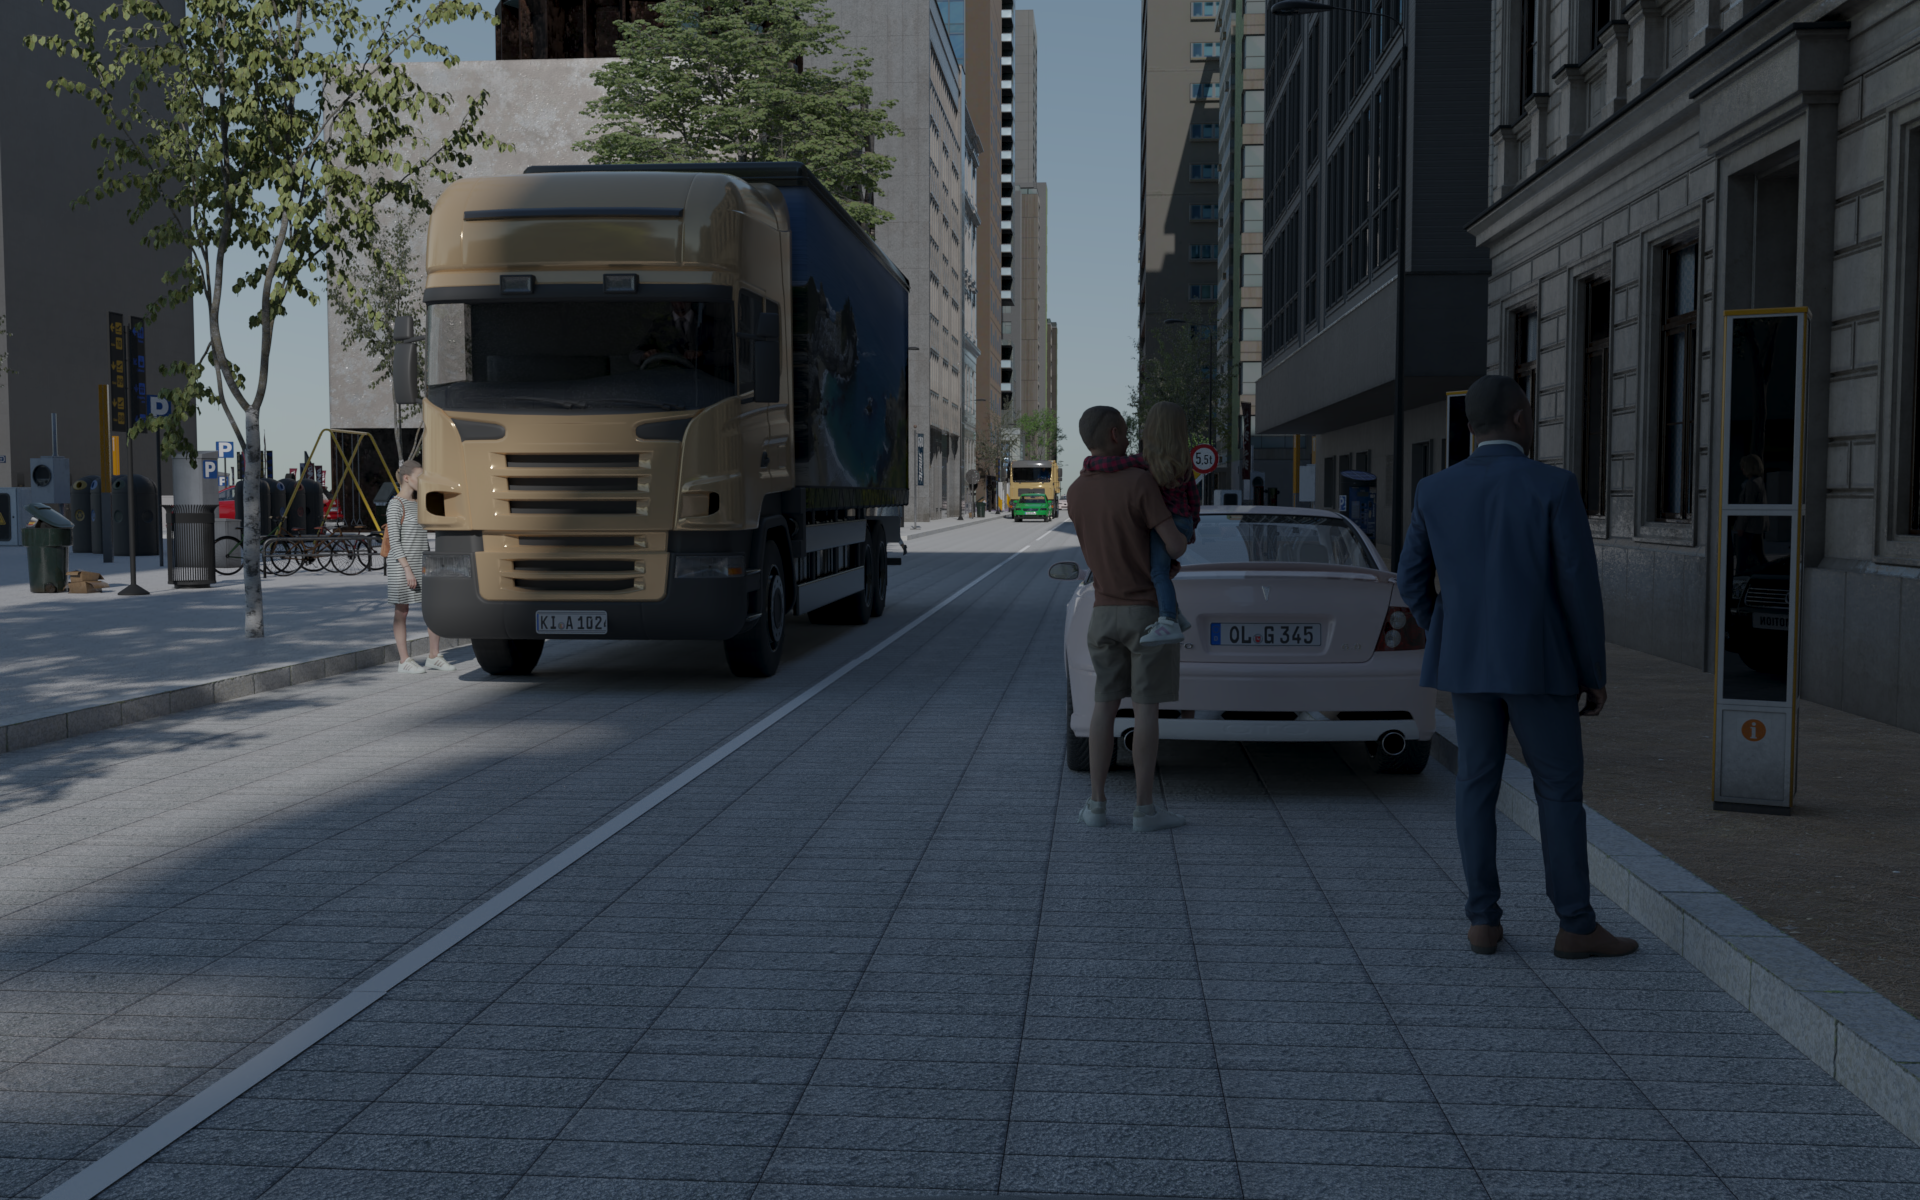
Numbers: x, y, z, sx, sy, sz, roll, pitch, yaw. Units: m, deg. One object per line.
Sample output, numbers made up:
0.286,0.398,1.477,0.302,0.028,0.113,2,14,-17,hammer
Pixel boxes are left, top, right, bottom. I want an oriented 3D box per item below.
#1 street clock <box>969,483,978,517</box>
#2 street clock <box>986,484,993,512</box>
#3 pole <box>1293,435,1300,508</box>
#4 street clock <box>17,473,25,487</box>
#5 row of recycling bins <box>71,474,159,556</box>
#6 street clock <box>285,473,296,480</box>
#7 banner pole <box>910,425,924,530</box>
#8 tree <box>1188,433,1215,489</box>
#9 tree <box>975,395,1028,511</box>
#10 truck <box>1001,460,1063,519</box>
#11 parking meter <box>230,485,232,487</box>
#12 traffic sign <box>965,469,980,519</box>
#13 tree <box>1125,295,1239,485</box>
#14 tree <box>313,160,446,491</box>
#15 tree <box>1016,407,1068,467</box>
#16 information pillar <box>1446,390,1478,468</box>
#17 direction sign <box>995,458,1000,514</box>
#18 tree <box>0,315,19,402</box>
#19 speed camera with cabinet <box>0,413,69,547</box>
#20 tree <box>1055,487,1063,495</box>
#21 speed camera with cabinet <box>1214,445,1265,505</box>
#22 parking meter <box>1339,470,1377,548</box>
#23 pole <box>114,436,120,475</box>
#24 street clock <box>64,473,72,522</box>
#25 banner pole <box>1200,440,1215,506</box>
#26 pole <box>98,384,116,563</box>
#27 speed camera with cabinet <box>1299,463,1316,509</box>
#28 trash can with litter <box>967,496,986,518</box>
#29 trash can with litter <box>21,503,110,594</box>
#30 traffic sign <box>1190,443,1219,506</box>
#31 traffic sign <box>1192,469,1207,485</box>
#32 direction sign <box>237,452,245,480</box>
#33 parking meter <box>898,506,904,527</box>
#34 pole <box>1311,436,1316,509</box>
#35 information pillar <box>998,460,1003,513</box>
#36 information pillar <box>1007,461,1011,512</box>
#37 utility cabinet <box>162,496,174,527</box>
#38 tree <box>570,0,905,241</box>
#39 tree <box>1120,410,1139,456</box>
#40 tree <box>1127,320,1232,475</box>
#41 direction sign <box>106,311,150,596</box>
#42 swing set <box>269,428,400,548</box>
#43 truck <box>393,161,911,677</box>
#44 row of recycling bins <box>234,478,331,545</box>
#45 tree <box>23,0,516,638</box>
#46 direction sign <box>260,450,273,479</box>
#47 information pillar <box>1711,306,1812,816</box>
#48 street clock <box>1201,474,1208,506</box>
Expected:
0.744,-5.607,96.237,0.471,2.002,0.358,-1,4,-15,street clock
2.122,-7.250,123.113,0.471,2.002,0.358,0,4,6,street clock
11.019,-3.846,56.728,0.158,3.312,0.155,0,3,0,pole
-32.237,-3.359,59.490,0.358,2.002,0.471,-2,4,-28,street clock
-18.061,-1.832,37.058,1.069,1.692,3.534,-3,5,-43,row of recycling bins
-23.316,-3.411,60.333,0.358,2.002,0.471,0,4,-3,street clock
-1.505,-4.451,62.787,0.401,3.779,0.863,2,4,28,banner pole
11.055,-6.155,84.354,4.285,4.588,4.351,0,3,0,tree
2.975,-10.870,128.093,4.360,8.622,3.978,0,3,0,tree
4.400,-6.458,101.514,3.469,3.379,9.791,0,4,5,truck
-48.442,-6.672,114.798,0.399,1.863,0.255,1,4,22,parking meter
0.644,-5.424,88.794,0.768,2.556,0.104,1,4,14,traffic sign
8.321,-6.915,63.428,4.360,8.622,3.978,0,3,0,tree
-12.108,-5.372,38.187,4.360,8.622,3.978,0,3,0,tree
8.978,-17.125,205.753,9.928,11.665,9.643,0,3,0,tree
3.689,-0.485,12.420,0.304,2.012,0.304,-2,4,-23,information pillar
2.380,-7.165,109.137,0.379,3.537,0.876,1,4,17,direction sign
-27.459,-5.842,45.872,4.360,8.622,3.978,0,3,0,tree
-22.861,-2.941,42.417,2.038,3.252,0.660,1,4,14,speed camera with cabinet
14.644,-16.288,260.910,1.663,3.219,1.824,0,3,0,tree
11.269,-4.617,69.827,2.038,3.252,0.660,-1,4,-21,speed camera with cabinet
4.087,-0.575,17.811,0.372,1.533,0.369,0,3,0,parking meter
-29.698,-4.107,60.998,0.158,3.312,0.155,0,3,0,pole
-30.212,-3.306,58.620,0.358,2.002,0.471,-3,5,-43,street clock
11.473,-5.507,80.061,0.863,3.779,0.401,0,4,7,banner pole
-15.941,-2.354,32.329,0.158,3.312,0.155,0,3,0,pole
11.347,-3.667,54.291,0.660,3.252,2.038,3,4,38,speed camera with cabinet
0.902,-5.060,94.123,1.055,1.170,0.624,0,4,-2,trash can with litter
-11.617,-0.682,22.537,1.055,1.170,0.624,0,4,7,trash can with litter
6.154,-2.667,43.707,0.768,2.556,0.104,1,4,14,traffic sign
6.254,-2.599,46.131,0.795,2.450,0.064,0,4,5,traffic sign
-38.273,-6.131,92.244,0.876,3.537,0.379,3,5,42,direction sign
-2.335,-3.561,66.640,0.372,1.533,0.369,0,3,0,parking meter
12.530,-4.123,61.255,0.158,3.312,0.155,0,3,0,pole
2.774,-7.893,120.401,0.183,3.616,0.504,-2,4,-35,information pillar
3.429,-7.953,121.387,0.183,3.616,0.504,2,4,26,information pillar
-30.709,-3.405,66.827,1.020,1.237,0.306,-2,4,-34,utility cabinet
-4.597,-7.157,35.137,7.486,12.596,7.792,0,3,0,tree
21.373,-17.628,213.968,9.928,11.665,9.643,0,3,0,tree
9.047,-7.532,73.513,4.737,8.622,4.395,0,3,0,tree
-10.522,-1.832,21.949,0.379,3.537,0.876,0,4,2,direction sign
-15.075,-2.749,42.564,2.862,2.851,3.119,0,4,0,swing set
-2.325,-1.719,17.012,2.839,4.237,11.283,0,4,5,truck
-17.654,-2.310,44.878,1.069,1.692,3.534,0,4,8,row of recycling bins
-6.278,-3.984,15.502,4.737,8.622,4.395,0,3,0,tree
-36.075,-5.993,89.989,0.876,3.537,0.379,1,4,11,direction sign
3.248,-0.155,7.021,0.304,2.012,0.304,2,4,29,information pillar
8.197,-3.247,57.655,0.358,2.002,0.471,0,4,-3,street clock
